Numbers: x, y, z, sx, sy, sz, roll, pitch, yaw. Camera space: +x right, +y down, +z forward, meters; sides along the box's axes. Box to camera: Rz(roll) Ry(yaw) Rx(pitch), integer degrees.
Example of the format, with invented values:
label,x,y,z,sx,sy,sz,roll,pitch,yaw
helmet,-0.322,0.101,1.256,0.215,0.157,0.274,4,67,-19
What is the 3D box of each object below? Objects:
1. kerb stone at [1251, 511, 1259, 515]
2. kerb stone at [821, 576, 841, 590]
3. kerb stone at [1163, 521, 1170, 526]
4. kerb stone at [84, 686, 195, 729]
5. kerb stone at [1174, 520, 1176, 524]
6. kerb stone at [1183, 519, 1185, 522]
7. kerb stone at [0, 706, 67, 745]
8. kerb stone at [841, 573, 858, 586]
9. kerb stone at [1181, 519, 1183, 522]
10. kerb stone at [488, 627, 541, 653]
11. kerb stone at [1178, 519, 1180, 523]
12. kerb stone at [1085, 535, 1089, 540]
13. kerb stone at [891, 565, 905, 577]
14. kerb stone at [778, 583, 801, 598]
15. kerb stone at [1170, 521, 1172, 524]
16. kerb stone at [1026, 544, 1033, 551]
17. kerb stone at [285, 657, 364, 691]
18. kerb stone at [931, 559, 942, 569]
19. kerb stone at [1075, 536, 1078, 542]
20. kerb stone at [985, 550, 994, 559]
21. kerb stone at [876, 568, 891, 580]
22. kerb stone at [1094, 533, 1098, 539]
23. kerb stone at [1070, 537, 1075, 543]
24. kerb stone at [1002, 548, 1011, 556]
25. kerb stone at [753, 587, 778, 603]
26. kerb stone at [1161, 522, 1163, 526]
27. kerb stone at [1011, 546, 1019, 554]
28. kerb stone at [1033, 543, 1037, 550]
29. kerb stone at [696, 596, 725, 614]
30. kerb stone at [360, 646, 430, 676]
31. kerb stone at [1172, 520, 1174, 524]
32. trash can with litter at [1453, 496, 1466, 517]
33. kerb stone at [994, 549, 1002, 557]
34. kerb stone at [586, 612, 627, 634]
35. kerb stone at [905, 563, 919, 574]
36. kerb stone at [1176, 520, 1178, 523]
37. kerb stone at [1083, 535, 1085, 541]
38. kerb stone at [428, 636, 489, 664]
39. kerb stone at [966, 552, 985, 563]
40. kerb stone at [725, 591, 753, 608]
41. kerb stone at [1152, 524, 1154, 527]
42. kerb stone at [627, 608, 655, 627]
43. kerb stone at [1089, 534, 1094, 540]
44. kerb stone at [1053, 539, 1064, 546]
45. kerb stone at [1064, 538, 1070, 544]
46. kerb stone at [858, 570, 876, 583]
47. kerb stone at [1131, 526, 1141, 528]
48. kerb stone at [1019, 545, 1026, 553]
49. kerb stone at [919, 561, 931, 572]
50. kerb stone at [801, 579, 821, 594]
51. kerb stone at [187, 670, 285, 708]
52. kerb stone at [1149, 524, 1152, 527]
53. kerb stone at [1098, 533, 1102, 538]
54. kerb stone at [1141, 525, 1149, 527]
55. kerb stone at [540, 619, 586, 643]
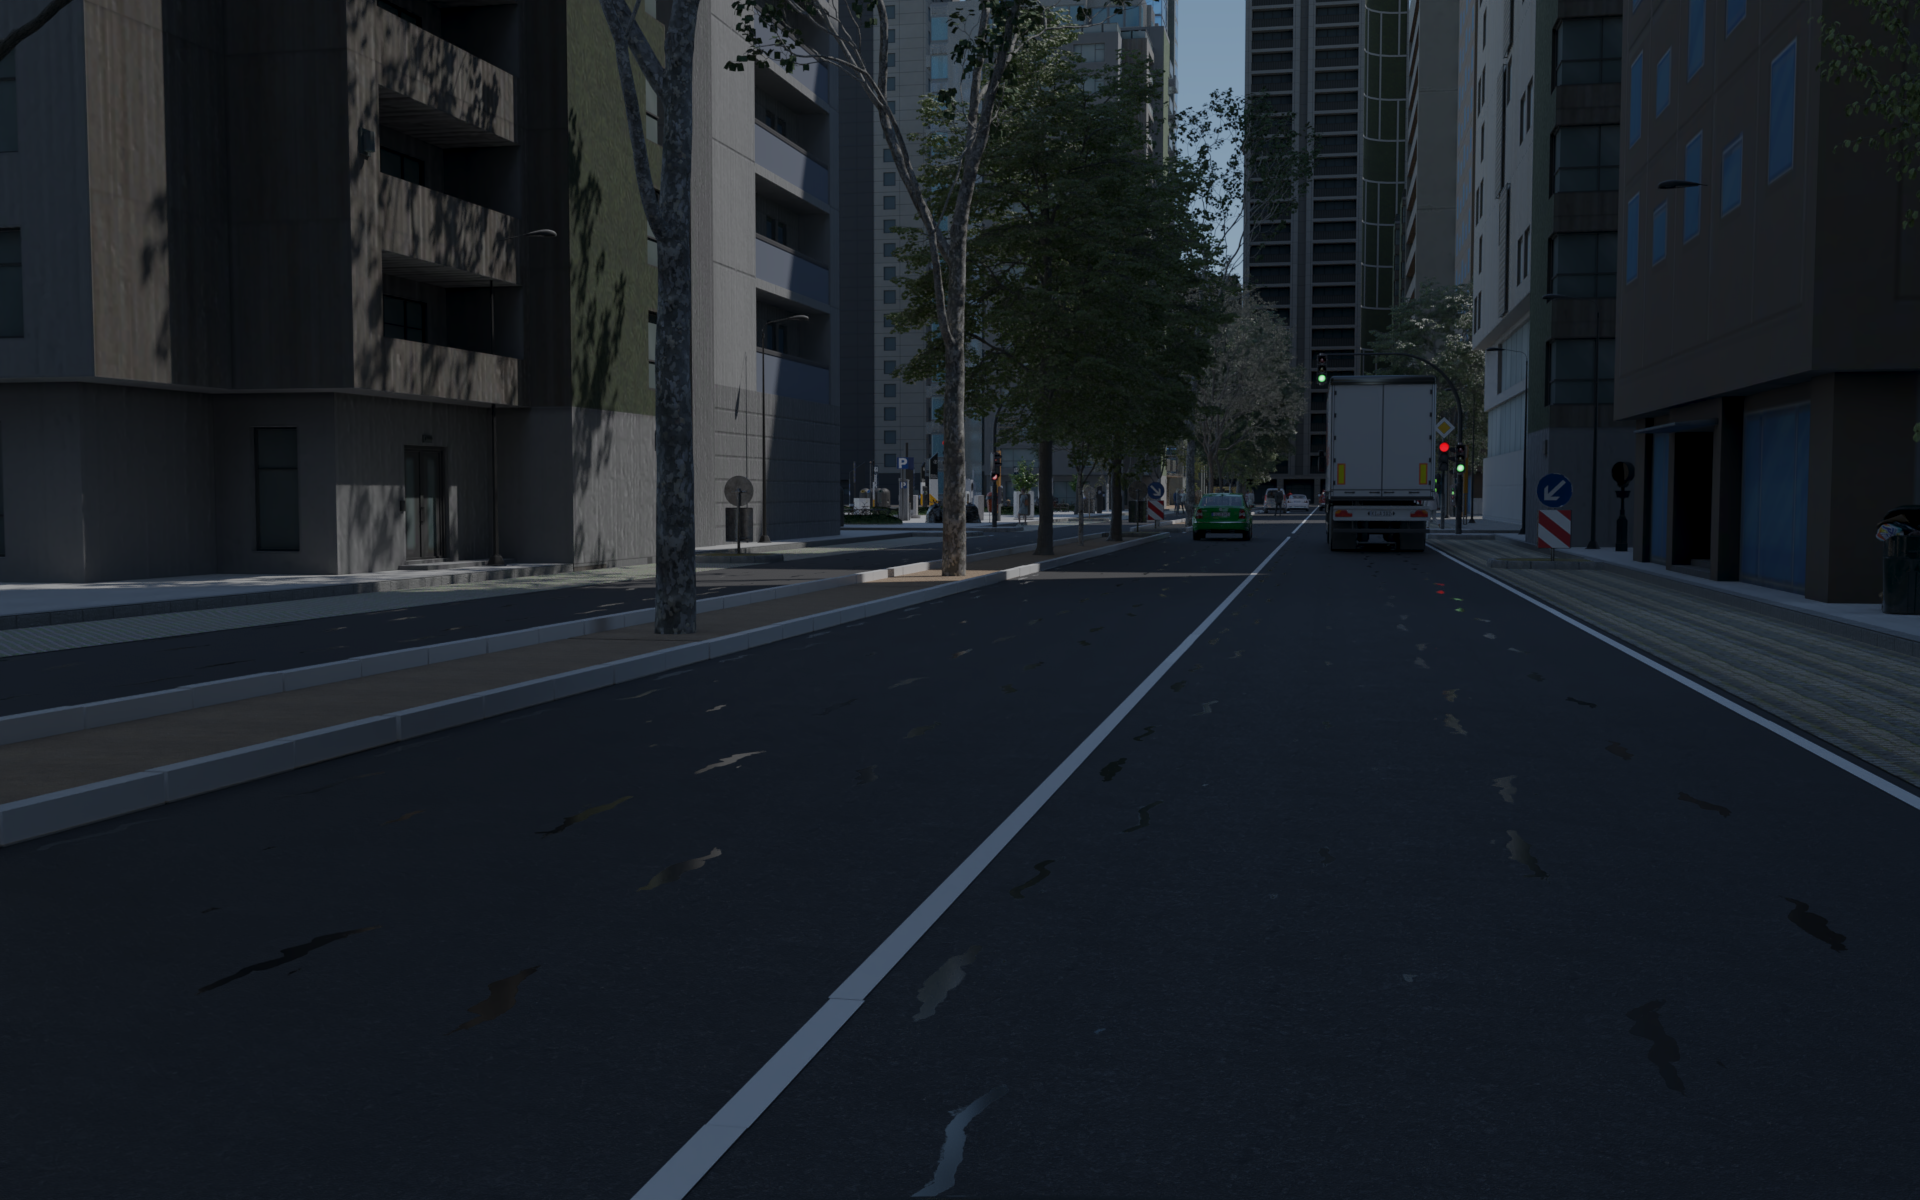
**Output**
label,x,y,z,sx,sy,sz,roll,pitch,yaw
kerb stone,21.360,-6.308,125.358,0.120,0.150,1.000,1,4,12
kerb stone,-2.030,-0.234,26.024,0.120,0.150,1.000,1,4,12
kerb stone,9.446,-3.516,79.678,0.120,0.150,1.000,1,4,12
kerb stone,-5.242,0.692,10.982,0.120,0.150,1.000,1,4,12
kerb stone,10.093,-3.700,82.690,0.120,0.150,1.000,1,4,12
kerb stone,11.168,-4.001,87.703,0.120,0.150,1.000,1,4,12
kerb stone,-5.455,0.747,9.982,0.120,0.150,1.000,1,4,12
kerb stone,-1.817,-0.290,27.032,0.120,0.150,1.000,1,4,12
kerb stone,10.944,-3.945,86.698,0.120,0.150,1.000,1,4,12
kerb stone,-4.171,0.382,15.993,0.120,0.150,1.000,1,4,12
kerb stone,10.516,-3.823,84.694,0.120,0.150,1.000,1,4,12
kerb stone,3.761,-1.890,53.094,0.120,0.150,1.000,1,4,12
kerb stone,-1.173,-0.479,30.031,0.120,0.150,1.000,1,4,12
kerb stone,-2.454,-0.112,24.025,0.120,0.150,1.000,1,4,12
kerb stone,9.658,-3.577,80.683,0.120,0.150,1.000,1,4,12
kerb stone,1.614,-1.276,43.059,0.120,0.150,1.000,1,4,12
kerb stone,-4.817,0.570,12.982,0.120,0.150,1.000,1,4,12
kerb stone,-0.531,-0.664,33.048,0.120,0.150,1.000,1,4,12
kerb stone,3.333,-1.765,51.083,0.120,0.150,1.000,1,4,12
kerb stone,0.544,-0.970,38.050,0.120,0.150,1.000,1,4,12
kerb stone,-1.384,-0.415,29.031,0.120,0.150,1.000,1,4,12
kerb stone,4.188,-2.013,55.101,0.120,0.150,1.000,1,4,12
kerb stone,3.114,-1.703,50.085,0.120,0.150,1.000,1,4,12
kerb stone,0.969,-1.092,40.049,0.120,0.150,1.000,1,4,12
kerb stone,-2.673,-0.051,23.022,0.120,0.150,1.000,1,4,12
kerb stone,8.788,-3.332,76.674,0.120,0.150,1.000,1,4,12
kerb stone,1.188,-1.150,41.054,0.120,0.150,1.000,1,4,12
kerb stone,1.828,-1.337,44.066,0.120,0.150,1.000,1,4,12
kerb stone,-3.106,0.072,21.012,0.120,0.150,1.000,1,4,12
kerb stone,-4.608,0.502,13.982,0.120,0.150,1.000,1,4,12
kerb stone,9.870,-3.639,81.692,0.120,0.150,1.000,1,4,12
trash can with litter,27.947,-5.218,96.701,0.624,1.170,1.055,-1,4,-17
kerb stone,0.748,-1.031,39.051,0.120,0.150,1.000,1,4,12
kerb stone,-3.746,0.256,18.008,0.120,0.150,1.000,1,4,12
kerb stone,-0.954,-0.541,31.036,0.120,0.150,1.000,1,4,12
kerb stone,10.302,-3.761,83.691,0.120,0.150,1.000,1,4,12
kerb stone,3.547,-1.828,52.088,0.120,0.150,1.000,1,4,12
kerb stone,-4.393,0.444,14.983,0.120,0.150,1.000,1,4,12
kerb stone,0.333,-0.907,37.050,0.120,0.150,1.000,1,4,12
kerb stone,-2.883,0.011,22.009,0.120,0.150,1.000,1,4,12
kerb stone,7.942,-3.087,72.663,0.120,0.150,1.000,1,4,12
kerb stone,-3.536,0.195,19.012,0.120,0.150,1.000,1,4,12
kerb stone,3.972,-1.951,54.102,0.120,0.150,1.000,1,4,12
kerb stone,2.687,-1.583,48.073,0.120,0.150,1.000,1,4,12
kerb stone,2.904,-1.644,49.074,0.120,0.150,1.000,1,4,12
kerb stone,-1.595,-0.357,28.031,0.120,0.150,1.000,1,4,12
kerb stone,6.870,-2.780,67.646,0.120,0.150,1.000,1,4,12
kerb stone,1.399,-1.215,42.058,0.120,0.150,1.000,1,4,12
kerb stone,-0.751,-0.602,32.038,0.120,0.150,1.000,1,4,12
kerb stone,-2.242,-0.173,25.025,0.120,0.150,1.000,1,4,12
kerb stone,-5.037,0.625,11.983,0.120,0.150,1.000,1,4,12
kerb stone,7.727,-3.025,71.655,0.120,0.150,1.000,1,4,12
kerb stone,4.407,-2.074,56.109,0.120,0.150,1.000,1,4,12
kerb stone,7.515,-2.964,70.655,0.120,0.150,1.000,1,4,12
kerb stone,-3.962,0.318,16.997,0.120,0.150,1.000,1,4,12
